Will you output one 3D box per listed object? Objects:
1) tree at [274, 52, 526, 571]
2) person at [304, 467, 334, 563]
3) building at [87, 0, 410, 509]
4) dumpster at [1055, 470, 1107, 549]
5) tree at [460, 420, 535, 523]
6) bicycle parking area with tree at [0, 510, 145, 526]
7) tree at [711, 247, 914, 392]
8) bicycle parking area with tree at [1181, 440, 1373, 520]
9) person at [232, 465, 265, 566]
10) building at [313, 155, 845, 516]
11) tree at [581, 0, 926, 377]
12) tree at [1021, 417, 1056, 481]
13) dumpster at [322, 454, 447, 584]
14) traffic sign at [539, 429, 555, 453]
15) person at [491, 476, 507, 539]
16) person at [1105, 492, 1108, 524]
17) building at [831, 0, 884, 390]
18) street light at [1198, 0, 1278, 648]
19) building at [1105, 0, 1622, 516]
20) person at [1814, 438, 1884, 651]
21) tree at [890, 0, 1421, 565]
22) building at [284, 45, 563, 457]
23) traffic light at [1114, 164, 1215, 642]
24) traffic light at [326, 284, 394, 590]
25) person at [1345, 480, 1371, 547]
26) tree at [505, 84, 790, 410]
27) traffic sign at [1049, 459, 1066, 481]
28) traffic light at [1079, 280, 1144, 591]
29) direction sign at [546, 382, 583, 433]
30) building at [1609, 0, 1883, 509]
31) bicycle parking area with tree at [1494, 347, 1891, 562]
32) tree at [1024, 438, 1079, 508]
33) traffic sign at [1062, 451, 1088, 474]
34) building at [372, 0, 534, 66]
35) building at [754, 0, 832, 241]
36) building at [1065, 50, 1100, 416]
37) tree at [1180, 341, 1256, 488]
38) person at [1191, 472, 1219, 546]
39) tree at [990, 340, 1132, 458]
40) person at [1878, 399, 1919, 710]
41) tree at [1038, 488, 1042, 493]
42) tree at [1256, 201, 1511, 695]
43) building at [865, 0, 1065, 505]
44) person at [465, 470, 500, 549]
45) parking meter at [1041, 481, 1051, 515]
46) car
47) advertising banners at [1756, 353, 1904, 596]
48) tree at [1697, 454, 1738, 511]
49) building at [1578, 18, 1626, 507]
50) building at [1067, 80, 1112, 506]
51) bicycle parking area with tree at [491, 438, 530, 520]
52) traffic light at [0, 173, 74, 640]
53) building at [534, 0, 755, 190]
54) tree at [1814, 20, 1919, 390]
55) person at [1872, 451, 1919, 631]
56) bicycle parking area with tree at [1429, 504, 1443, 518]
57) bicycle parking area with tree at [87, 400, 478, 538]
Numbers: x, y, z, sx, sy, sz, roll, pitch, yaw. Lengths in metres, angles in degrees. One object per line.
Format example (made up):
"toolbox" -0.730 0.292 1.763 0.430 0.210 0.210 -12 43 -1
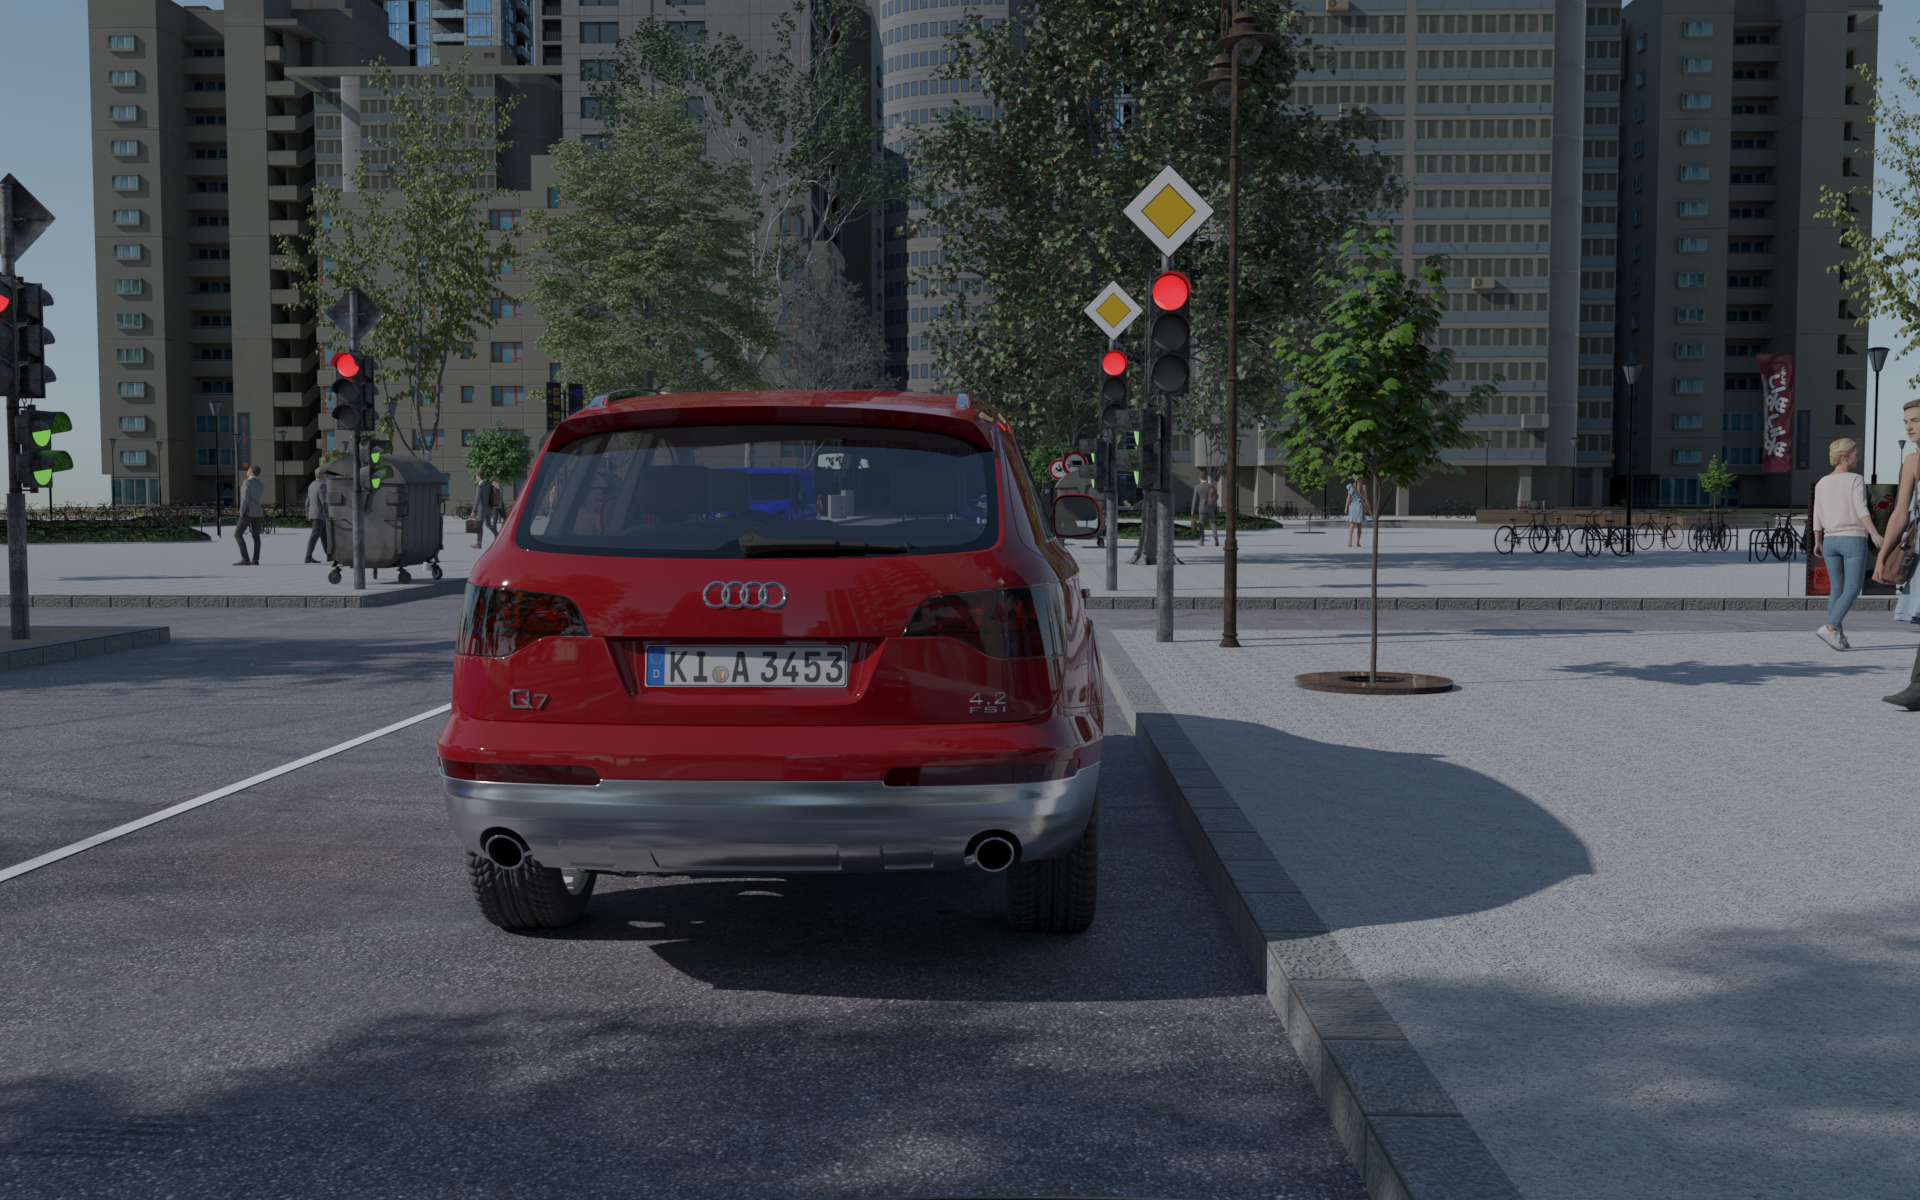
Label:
"tree" -9.088 -4.811 29.030 4.737 8.622 4.395 0 3 0
"person" -11.884 -1.584 32.333 0.661 1.777 0.834 3 4 37
"building" -65.225 -32.932 162.140 21.600 48.544 21.300 0 4 2
"dumpster" 2.918 -2.185 41.488 1.264 1.857 1.865 0 4 2
"tree" -20.326 -5.655 76.169 4.285 4.588 4.351 0 3 0
"bicycle parking area with tree" -37.241 -4.946 67.866 9.016 4.147 8.231 1 4 21
"tree" -7.482 -10.694 85.224 12.009 13.543 11.850 0 3 0
"bicycle parking area with tree" 16.485 -6.271 89.527 9.016 4.147 8.231 -3 4 -36
"person" -12.805 -1.527 31.183 0.473 1.802 0.592 2 4 30
"building" -22.692 -16.414 113.413 27.650 21.520 28.899 0 4 2
"tree" -6.188 -12.651 62.738 12.611 20.169 13.585 0 3 0
"tree" 6.822 -13.134 165.110 4.737 8.622 4.395 0 3 0
"dumpster" -8.365 -1.190 25.223 1.264 1.857 1.865 0 4 2
"traffic sign" -7.884 -2.069 33.940 0.768 2.556 0.104 0 4 6
"person" -13.188 -2.650 49.558 0.473 1.802 0.592 3 4 36
"person" 5.810 -3.977 71.421 0.721 1.781 0.623 1 4 10
"building" -18.341 -32.878 161.258 21.600 48.544 21.300 0 4 2
"street light" 2.266 -2.543 14.364 0.468 5.910 1.993 0 4 2
"building" 24.758 -25.729 112.542 32.217 40.220 23.993 0 4 2
"person" 7.260 -0.459 14.224 0.598 1.740 0.731 -2 4 -34
"tree" 3.480 -6.992 31.327 9.611 12.733 9.660 0 3 0
"building" -42.431 -28.390 156.053 23.993 40.220 32.217 0 4 2
"traffic light" 1.760 -1.590 14.924 0.839 4.253 0.868 0 4 2
"traffic light" -8.060 -2.096 23.188 0.839 4.253 0.868 0 4 2
"person" 9.590 -2.177 41.737 0.616 1.811 0.778 2 4 26
"tree" -8.622 -7.953 48.158 7.486 12.596 7.792 0 3 0
"traffic sign" 3.603 -3.831 62.748 0.768 2.556 0.104 0 4 6
"traffic light" 1.998 -2.079 22.906 0.839 4.253 0.868 0 4 2
"direction sign" -8.046 -2.650 35.324 0.379 3.537 0.876 3 5 42
"building" 70.243 -32.663 157.741 21.600 48.544 21.300 0 4 2
"bicycle parking area with tree" 16.447 -2.997 36.008 9.016 4.147 8.231 -2 4 -25
"tree" 5.070 -6.625 92.026 4.285 4.588 4.351 0 3 0
"traffic sign" 3.389 -3.123 51.162 0.768 2.556 0.104 0 4 7
"building" -61.640 -54.053 196.433 31.000 86.520 22.319 0 4 2
"building" -18.623 -42.706 136.496 20.563 71.187 20.611 0 4 2
"building" 16.887 -31.348 162.644 14.600 45.320 14.200 0 4 2
"tree" 10.529 -7.403 71.401 4.360 8.622 3.978 0 3 0
"person" 6.039 -2.238 42.604 0.622 1.834 0.822 -1 4 -12
"tree" 4.854 -10.008 98.046 8.767 10.594 7.601 1 4 13
"person" 5.776 -0.277 10.343 0.755 1.850 0.659 -1 4 -14
"tree" 5.867 -8.116 127.297 1.663 3.219 1.824 0 3 0
"tree" 2.884 -1.033 11.495 1.663 3.219 1.824 0 3 0
"building" 3.422 -39.889 194.178 28.212 58.520 21.231 0 4 2
"person" -11.097 -2.108 40.478 0.822 1.834 0.622 1 4 13
"parking meter" 3.935 -4.496 79.215 0.399 1.863 0.255 -1 4 -8
"car" -0.518 0.088 7.235 2.281 1.827 5.304 0 4 1
"advertising banners" 10.906 -1.562 21.719 2.074 3.025 0.090 0 4 -8
"tree" 36.606 -5.482 84.229 1.663 3.219 1.824 0 3 0
"building" 52.059 -31.310 162.035 14.200 45.320 14.600 0 4 2
"building" 20.094 -50.523 138.724 22.319 86.520 31.000 0 4 2
"bicycle parking area with tree" -22.145 -6.243 89.073 9.016 4.147 8.231 0 4 0
"traffic light" -8.297 -1.608 15.206 0.839 4.253 0.868 0 4 2
"building" -35.203 -46.273 194.811 20.611 71.187 20.563 0 4 2
"tree" 15.224 -4.639 26.208 4.737 8.622 4.395 0 3 0
"person" 5.127 -0.178 9.051 0.616 1.811 0.778 2 4 35
"bicycle parking area with tree" 29.764 -6.311 90.181 9.016 4.147 8.231 -2 4 -25
"bicycle parking area with tree" -20.291 -4.065 53.465 8.231 4.147 9.016 0 4 6
